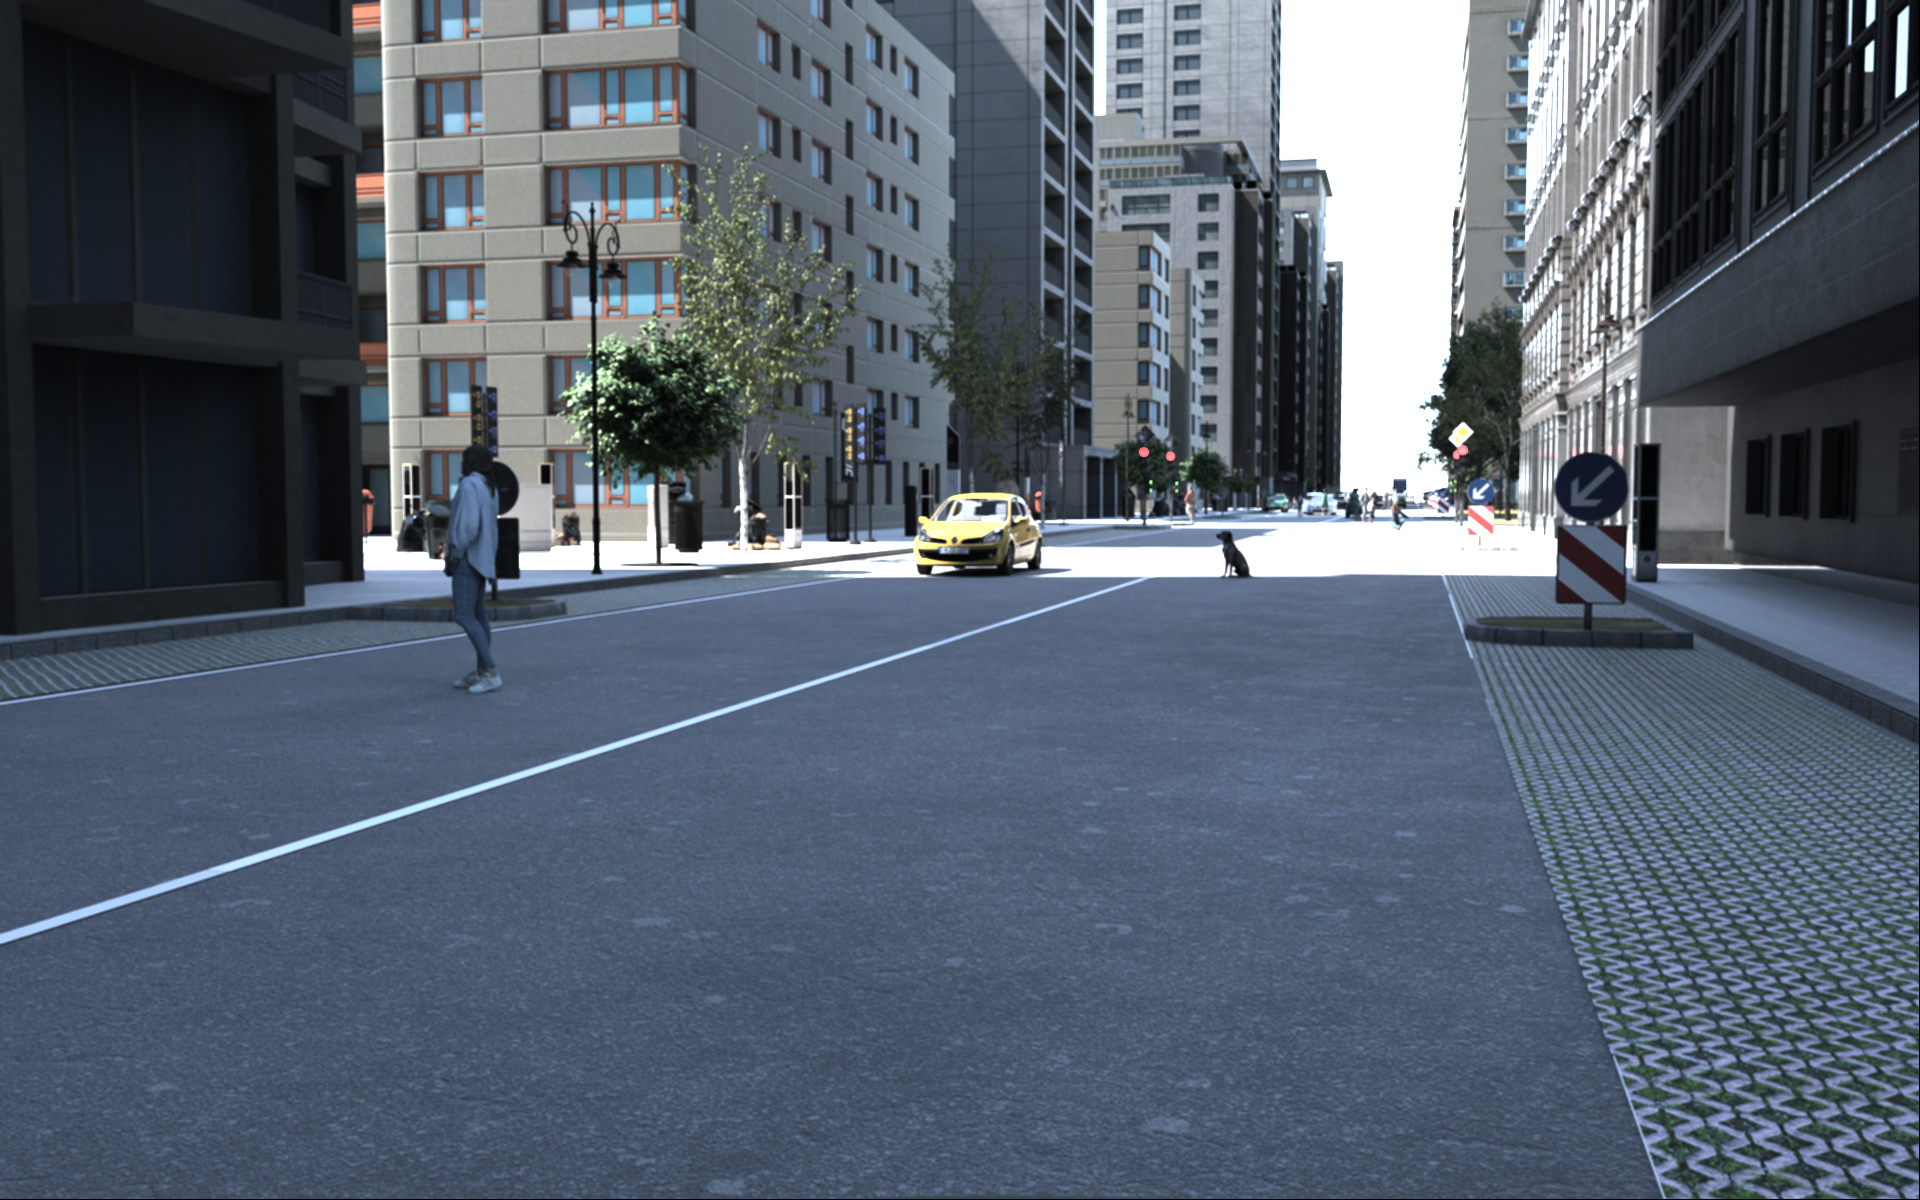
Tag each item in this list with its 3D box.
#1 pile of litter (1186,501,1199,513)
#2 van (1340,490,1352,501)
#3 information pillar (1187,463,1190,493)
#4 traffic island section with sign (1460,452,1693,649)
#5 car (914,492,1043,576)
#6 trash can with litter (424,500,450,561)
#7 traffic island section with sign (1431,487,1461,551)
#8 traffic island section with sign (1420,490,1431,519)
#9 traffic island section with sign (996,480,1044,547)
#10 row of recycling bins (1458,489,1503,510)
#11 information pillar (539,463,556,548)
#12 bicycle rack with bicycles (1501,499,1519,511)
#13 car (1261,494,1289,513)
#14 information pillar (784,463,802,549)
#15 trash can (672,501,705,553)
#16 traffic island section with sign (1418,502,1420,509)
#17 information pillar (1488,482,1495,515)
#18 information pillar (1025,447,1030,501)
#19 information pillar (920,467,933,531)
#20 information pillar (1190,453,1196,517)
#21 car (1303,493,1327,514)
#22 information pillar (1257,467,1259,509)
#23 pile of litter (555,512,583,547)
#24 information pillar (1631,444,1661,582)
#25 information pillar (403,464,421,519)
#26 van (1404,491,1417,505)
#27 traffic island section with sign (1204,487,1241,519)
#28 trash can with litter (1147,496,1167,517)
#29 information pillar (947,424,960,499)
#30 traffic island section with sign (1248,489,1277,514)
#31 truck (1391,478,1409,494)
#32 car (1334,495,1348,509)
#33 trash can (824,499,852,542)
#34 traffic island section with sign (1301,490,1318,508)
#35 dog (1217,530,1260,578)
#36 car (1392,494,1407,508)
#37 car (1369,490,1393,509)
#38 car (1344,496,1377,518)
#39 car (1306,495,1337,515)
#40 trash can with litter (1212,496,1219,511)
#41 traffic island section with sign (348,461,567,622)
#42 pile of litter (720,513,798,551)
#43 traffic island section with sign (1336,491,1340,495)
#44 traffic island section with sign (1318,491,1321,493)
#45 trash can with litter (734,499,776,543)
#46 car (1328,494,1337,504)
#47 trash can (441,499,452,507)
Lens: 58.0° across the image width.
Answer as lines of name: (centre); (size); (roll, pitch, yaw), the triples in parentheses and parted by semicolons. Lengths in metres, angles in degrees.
pile of litter: (15.723, -6.464, 119.652); (1.176, 0.858, 1.719); (-3, 4, -38)
van: (41.700, -10.988, 186.668); (2.013, 2.044, 4.112); (1, 4, 15)
information pillar: (16.400, -8.086, 123.568); (0.504, 3.616, 0.183); (-1, 4, -21)
traffic island section with sign: (6.013, -0.514, 17.037); (1.989, 1.847, 2.006); (1, 4, 15)
car: (0.369, -1.321, 31.824); (2.015, 1.641, 3.980); (1, 4, 14)
trash can with litter: (-9.961, -1.361, 33.643); (0.624, 1.170, 1.055); (-3, 5, -43)
traffic island section with sign: (13.015, -2.149, 43.761); (1.989, 1.847, 2.006); (1, 4, 15)
traffic island section with sign: (27.136, -5.443, 97.626); (1.989, 1.847, 2.006); (1, 4, 15)
traffic island section with sign: (1.206, -2.330, 46.716); (1.989, 1.847, 2.006); (1, 4, 15)
row of recycling bins: (41.067, -7.926, 136.695); (3.534, 1.692, 1.069); (2, 4, 26)
information pillar: (-9.872, -2.260, 41.448); (0.304, 2.012, 0.304); (0, 4, -2)
bicycle rack with bicycles: (41.359, -7.047, 128.600); (2.852, 0.926, 2.925); (-3, 5, -42)
car: (24.502, -7.698, 134.666); (1.959, 1.807, 4.718); (1, 4, 16)
information pillar: (-3.888, -2.197, 40.420); (0.304, 2.012, 0.304); (2, 4, 35)
trash can: (-5.931, -1.602, 37.849); (0.748, 1.137, 0.748); (0, 3, 0)
traffic island section with sign: (33.969, -7.038, 123.704); (1.989, 1.847, 2.006); (1, 4, 15)
information pillar: (32.147, -6.134, 104.776); (0.304, 2.012, 0.304); (-2, 4, -33)
information pillar: (3.299, -5.737, 85.150); (0.183, 3.616, 0.504); (-1, 4, -15)
information pillar: (-0.918, -2.660, 47.989); (0.304, 2.012, 0.304); (1, 4, 13)
information pillar: (13.392, -6.586, 99.036); (0.183, 3.616, 0.504); (1, 4, 8)
car: (25.945, -7.152, 126.529); (1.945, 1.707, 3.694); (1, 4, 13)
information pillar: (25.413, -9.554, 147.567); (0.183, 3.616, 0.504); (1, 4, 9)
pile of litter: (-9.881, -1.768, 42.866); (1.176, 0.858, 1.719); (0, 4, 1)
information pillar: (10.028, -1.274, 25.324); (0.304, 2.012, 0.304); (0, 4, 8)
information pillar: (-13.440, -2.326, 42.515); (0.304, 2.012, 0.304); (2, 4, 33)
van: (60.851, -13.927, 234.713); (2.013, 2.044, 4.112); (1, 4, 13)
traffic island section with sign: (15.203, -5.594, 100.084); (1.989, 1.847, 2.006); (1, 4, 15)
trash can with litter: (10.825, -5.122, 95.131); (1.055, 1.170, 0.624); (-3, 4, -36)
information pillar: (-0.228, -4.086, 58.158); (0.504, 3.616, 0.183); (2, 4, 32)
traffic island section with sign: (22.195, -7.227, 126.790); (1.989, 1.847, 2.006); (1, 4, 15)
truck: (70.695, -17.688, 278.956); (2.967, 4.110, 18.799); (1, 4, 16)
car: (36.660, -9.505, 167.980); (1.945, 1.354, 3.894); (1, 4, 16)
trash can: (-3.260, -2.119, 46.297); (0.748, 1.137, 0.748); (0, 3, 0)
traffic island section with sign: (34.909, -10.192, 175.265); (1.989, 1.847, 2.006); (1, 4, 15)
dog: (4.831, -0.786, 29.688); (0.800, 0.831, 0.513); (1, 4, 18)
car: (44.033, -10.132, 174.452); (1.959, 1.807, 4.718); (1, 4, 15)
car: (40.734, -9.720, 167.599); (2.281, 1.827, 5.304); (1, 4, 15)
car: (24.149, -5.623, 104.521); (1.945, 1.354, 3.894); (1, 4, 13)
car: (24.799, -6.499, 118.612); (2.083, 1.381, 4.827); (1, 4, 15)
trash can with litter: (19.030, -7.137, 128.076); (0.624, 1.170, 1.055); (-1, 4, -18)
traffic island section with sign: (-5.728, -0.711, 20.253); (1.989, 1.847, 2.006); (1, 4, 15)
pile of litter: (-4.557, -1.557, 39.425); (1.719, 0.858, 1.176); (0, 4, 6)
traffic island section with sign: (55.596, -15.021, 254.225); (1.989, 1.847, 2.006); (1, 4, 15)
traffic island section with sign: (41.771, -11.792, 201.430); (1.989, 1.847, 2.006); (1, 4, 15)
trash can with litter: (-5.377, -2.098, 45.686); (1.055, 1.170, 0.624); (-3, 5, -44)
car: (33.128, -8.840, 156.534); (2.014, 1.417, 4.499); (1, 4, 16)
trash can: (-13.406, -2.071, 45.520); (0.748, 1.137, 0.748); (0, 3, 0)
